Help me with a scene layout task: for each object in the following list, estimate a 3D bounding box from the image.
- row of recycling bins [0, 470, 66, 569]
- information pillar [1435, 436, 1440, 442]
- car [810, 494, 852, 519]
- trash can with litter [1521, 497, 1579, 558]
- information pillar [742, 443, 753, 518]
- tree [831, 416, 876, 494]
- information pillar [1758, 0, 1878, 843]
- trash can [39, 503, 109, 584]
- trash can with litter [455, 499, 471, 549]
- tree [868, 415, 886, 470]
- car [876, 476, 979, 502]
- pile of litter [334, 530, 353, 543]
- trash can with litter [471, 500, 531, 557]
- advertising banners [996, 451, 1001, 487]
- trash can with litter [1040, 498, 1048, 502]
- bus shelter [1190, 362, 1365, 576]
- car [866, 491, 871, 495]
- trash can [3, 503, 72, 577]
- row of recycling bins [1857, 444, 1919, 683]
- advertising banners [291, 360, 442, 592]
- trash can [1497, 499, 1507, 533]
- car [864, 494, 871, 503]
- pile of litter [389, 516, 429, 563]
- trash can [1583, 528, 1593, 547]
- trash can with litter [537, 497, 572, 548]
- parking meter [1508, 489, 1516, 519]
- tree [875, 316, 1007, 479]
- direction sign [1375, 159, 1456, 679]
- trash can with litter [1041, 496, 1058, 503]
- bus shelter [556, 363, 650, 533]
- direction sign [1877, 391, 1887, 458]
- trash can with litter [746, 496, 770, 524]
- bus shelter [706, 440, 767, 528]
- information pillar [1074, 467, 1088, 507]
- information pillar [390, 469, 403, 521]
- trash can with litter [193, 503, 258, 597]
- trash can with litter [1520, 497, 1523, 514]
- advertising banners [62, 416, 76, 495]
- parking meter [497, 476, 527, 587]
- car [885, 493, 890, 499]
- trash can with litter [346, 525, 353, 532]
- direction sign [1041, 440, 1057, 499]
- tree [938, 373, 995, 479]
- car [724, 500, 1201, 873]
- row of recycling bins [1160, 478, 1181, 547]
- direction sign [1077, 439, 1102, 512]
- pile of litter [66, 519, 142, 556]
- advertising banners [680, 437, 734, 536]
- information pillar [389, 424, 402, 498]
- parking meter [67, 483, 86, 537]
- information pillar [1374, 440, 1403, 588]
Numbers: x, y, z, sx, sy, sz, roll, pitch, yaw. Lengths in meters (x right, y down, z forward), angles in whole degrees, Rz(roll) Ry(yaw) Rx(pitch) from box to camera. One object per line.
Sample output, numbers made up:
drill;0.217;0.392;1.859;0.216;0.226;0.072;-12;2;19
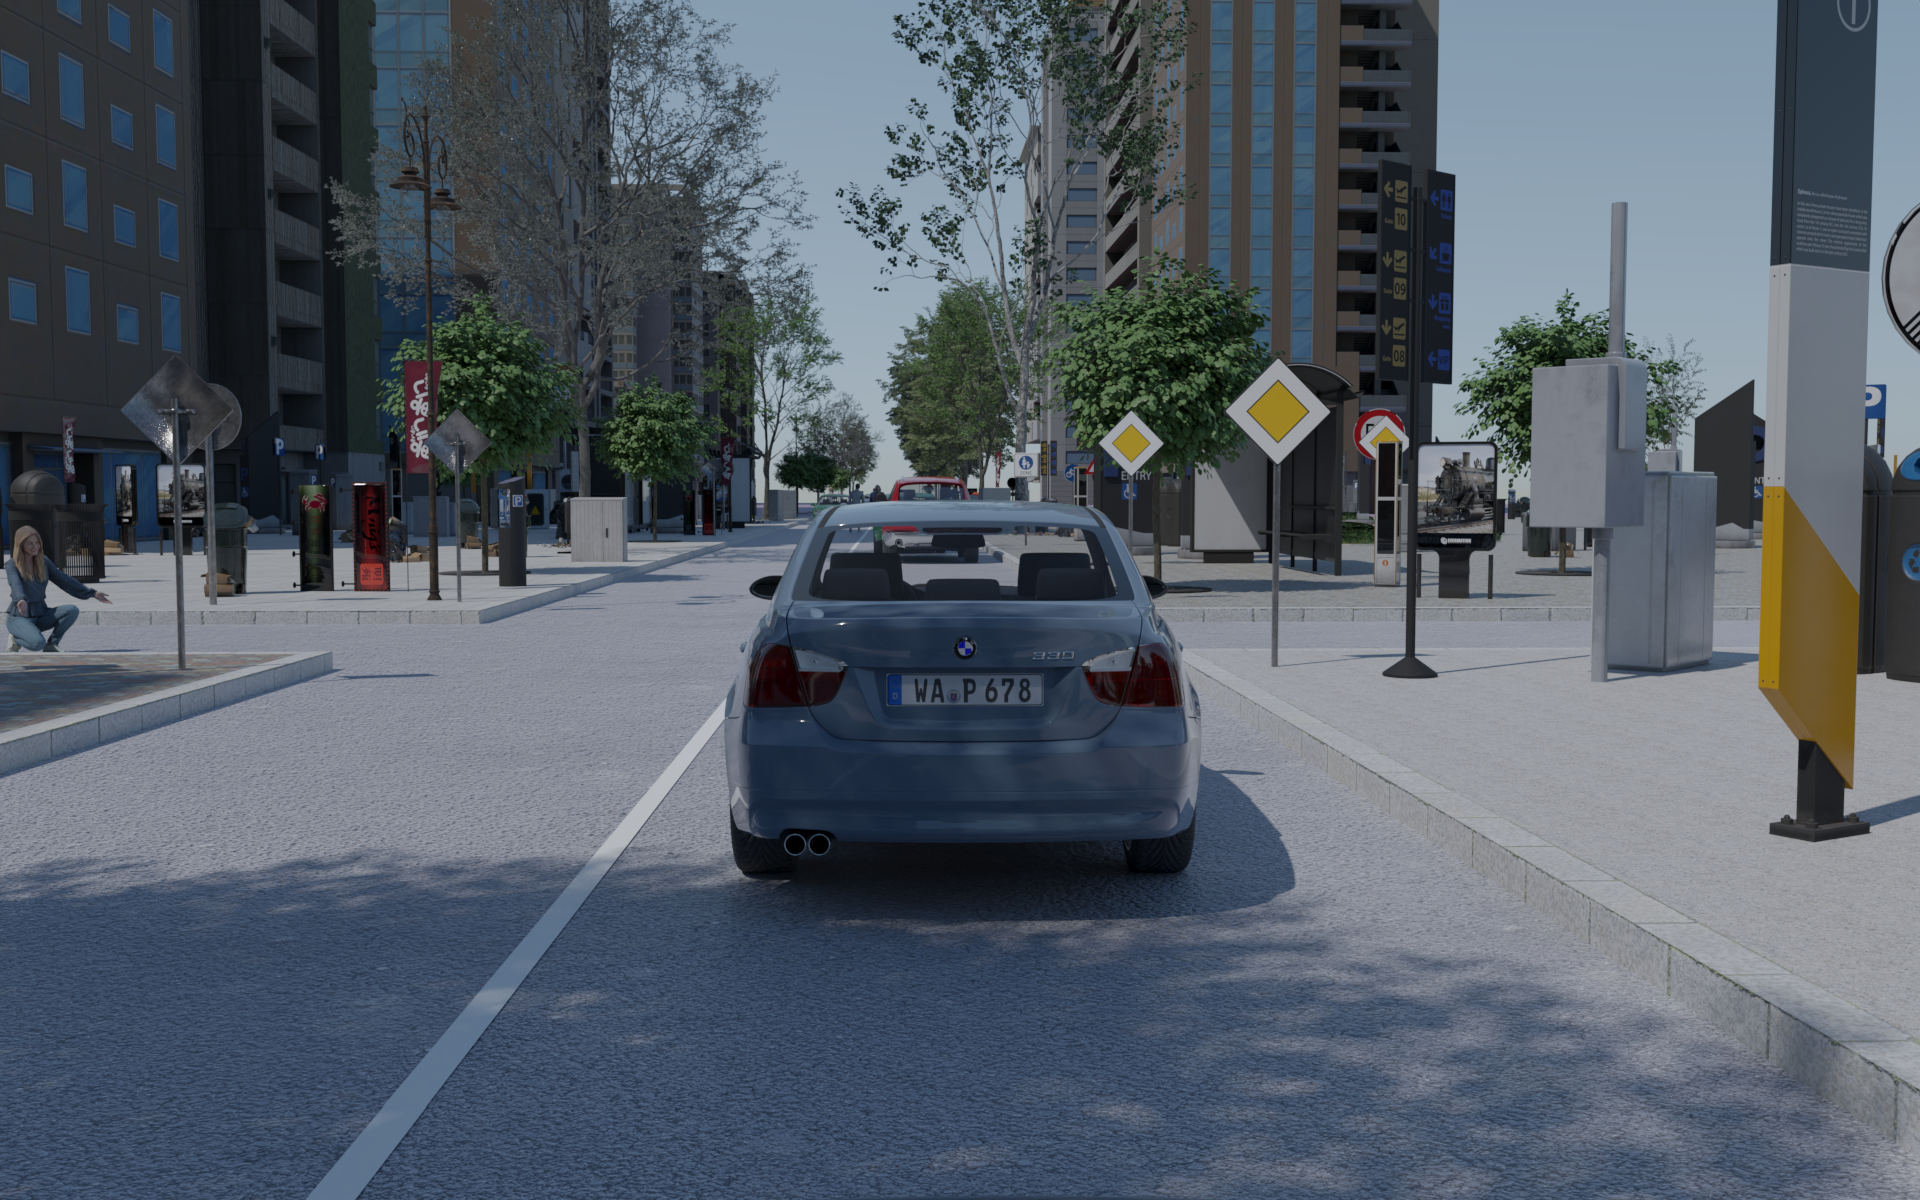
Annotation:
row of recycling bins;-17.185;-1.365;29.437;3.534;1.692;1.069;-2;4;-28
information pillar;19.289;-4.803;69.889;0.183;3.616;0.504;-1;4;-12
car;-5.442;-3.886;75.337;2.131;1.459;4.920;0;4;-3
trash can with litter;12.036;-1.457;35.207;1.055;1.170;0.624;1;4;15
information pillar;-9.802;-5.429;80.118;0.504;3.616;0.183;0;4;1
tree;-15.502;-20.316;250.287;7.486;12.596;7.792;0;3;0
information pillar;3.172;-0.919;6.383;0.504;3.616;0.183;-2;4;-30
trash can;-12.667;-0.814;24.962;0.748;1.137;0.748;0;3;0
trash can with litter;-11.441;-1.789;40.630;0.624;1.170;1.055;-2;4;-32
tree;-13.869;-17.927;203.473;12.009;13.543;11.850;0;3;0
car;-0.684;-1.778;37.742;2.281;1.827;5.304;0;4;-3
pile of litter;-16.061;-1.975;46.249;1.176;0.858;1.719;2;4;30
trash can with litter;-9.267;-1.459;35.242;1.055;1.170;0.624;1;4;22
advertising banners;1.275;-4.635;71.963;0.090;3.025;2.074;-1;4;-22
trash can with litter;2.498;-2.851;57.993;1.055;1.170;0.624;0;4;3
bus shelter;5.123;-2.172;29.436;2.014;3.302;5.546;0;4;-2
car;-11.340;-12.883;219.438;1.959;1.807;4.718;0;4;-3
trash can;-14.081;-0.895;26.285;0.748;1.137;0.748;0;3;0
row of recycling bins;6.954;-0.267;11.473;1.069;1.692;3.534;-1;4;-23
advertising banners;-7.760;-1.621;22.696;2.074;3.025;0.090;0;4;5
trash can;16.834;-2.620;54.488;0.748;1.137;0.748;0;3;0
car;-9.788;-10.920;190.538;2.014;1.417;4.499;0;4;-2
pile of litter;-10.524;-1.172;33.129;1.176;0.858;1.719;1;4;14
trash can;15.438;-1.854;41.962;0.748;1.137;0.748;0;3;0
trash can with litter;-9.672;-1.900;42.125;1.678;1.210;2.233;0;4;0
parking meter;28.000;-4.862;87.903;0.372;1.533;0.369;0;3;0
tree;-0.876;-12.699;114.287;9.857;13.997;8.962;0;3;0
direction sign;3.169;-1.229;12.093;0.876;3.537;0.379;-3;5;-41
trash can with litter;2.372;-2.620;53.893;2.233;1.210;1.678;0;4;-3
bus shelter;-11.483;-4.786;55.886;2.179;5.291;8.768;0;4;-2
direction sign;19.970;-2.789;37.604;0.379;3.537;0.876;1;4;19
trash can with litter;-9.132;-3.952;75.677;1.678;1.210;2.233;0;4;-4
bus shelter;-8.673;-4.482;67.209;2.014;3.302;5.546;0;4;-2
information pillar;3.284;-2.602;47.043;0.304;2.012;0.304;-1;4;-15
information pillar;-16.315;-2.793;50.161;0.304;2.012;0.304;-1;4;-23
trash can with litter;-9.279;-0.647;21.972;0.624;1.170;1.055;-1;4;-17
trash can with litter;25.213;-3.984;76.523;0.624;1.170;1.055;-1;4;-18
advertising banners;-20.127;-2.576;38.308;0.090;3.025;2.074;0;4;6
parking meter;-6.227;-0.958;24.074;0.372;1.533;0.369;0;3;0
car;-1.294;-2.125;43.545;1.959;1.807;4.718;0;4;-3
trash can with litter;-18.912;-2.665;54.954;1.055;1.170;0.624;-3;4;-39
direction sign;3.764;-4.985;73.497;0.876;3.537;0.379;3;5;43
tree;0.233;-9.091;98.994;4.737;8.622;4.395;0;3;0
car;-0.002;0.254;7.843;2.014;1.417;4.499;0;4;0
row of recycling bins;5.737;-2.136;42.030;1.069;1.692;3.534;-2;4;-26
direction sign;2.517;-2.388;31.038;0.876;3.537;0.379;1;4;18
pile of litter;-18.034;-1.360;36.197;1.719;0.858;1.176;-1;4;-17
advertising banners;-7.828;-3.520;53.732;2.074;3.025;0.090;2;4;29
information pillar;-18.890;-4.070;57.897;0.504;3.616;0.183;3;4;39
parking meter;-19.713;-1.850;38.663;0.372;1.533;0.369;0;3;0
information pillar;5.910;-1.186;23.888;0.304;2.012;0.304;2;4;27
